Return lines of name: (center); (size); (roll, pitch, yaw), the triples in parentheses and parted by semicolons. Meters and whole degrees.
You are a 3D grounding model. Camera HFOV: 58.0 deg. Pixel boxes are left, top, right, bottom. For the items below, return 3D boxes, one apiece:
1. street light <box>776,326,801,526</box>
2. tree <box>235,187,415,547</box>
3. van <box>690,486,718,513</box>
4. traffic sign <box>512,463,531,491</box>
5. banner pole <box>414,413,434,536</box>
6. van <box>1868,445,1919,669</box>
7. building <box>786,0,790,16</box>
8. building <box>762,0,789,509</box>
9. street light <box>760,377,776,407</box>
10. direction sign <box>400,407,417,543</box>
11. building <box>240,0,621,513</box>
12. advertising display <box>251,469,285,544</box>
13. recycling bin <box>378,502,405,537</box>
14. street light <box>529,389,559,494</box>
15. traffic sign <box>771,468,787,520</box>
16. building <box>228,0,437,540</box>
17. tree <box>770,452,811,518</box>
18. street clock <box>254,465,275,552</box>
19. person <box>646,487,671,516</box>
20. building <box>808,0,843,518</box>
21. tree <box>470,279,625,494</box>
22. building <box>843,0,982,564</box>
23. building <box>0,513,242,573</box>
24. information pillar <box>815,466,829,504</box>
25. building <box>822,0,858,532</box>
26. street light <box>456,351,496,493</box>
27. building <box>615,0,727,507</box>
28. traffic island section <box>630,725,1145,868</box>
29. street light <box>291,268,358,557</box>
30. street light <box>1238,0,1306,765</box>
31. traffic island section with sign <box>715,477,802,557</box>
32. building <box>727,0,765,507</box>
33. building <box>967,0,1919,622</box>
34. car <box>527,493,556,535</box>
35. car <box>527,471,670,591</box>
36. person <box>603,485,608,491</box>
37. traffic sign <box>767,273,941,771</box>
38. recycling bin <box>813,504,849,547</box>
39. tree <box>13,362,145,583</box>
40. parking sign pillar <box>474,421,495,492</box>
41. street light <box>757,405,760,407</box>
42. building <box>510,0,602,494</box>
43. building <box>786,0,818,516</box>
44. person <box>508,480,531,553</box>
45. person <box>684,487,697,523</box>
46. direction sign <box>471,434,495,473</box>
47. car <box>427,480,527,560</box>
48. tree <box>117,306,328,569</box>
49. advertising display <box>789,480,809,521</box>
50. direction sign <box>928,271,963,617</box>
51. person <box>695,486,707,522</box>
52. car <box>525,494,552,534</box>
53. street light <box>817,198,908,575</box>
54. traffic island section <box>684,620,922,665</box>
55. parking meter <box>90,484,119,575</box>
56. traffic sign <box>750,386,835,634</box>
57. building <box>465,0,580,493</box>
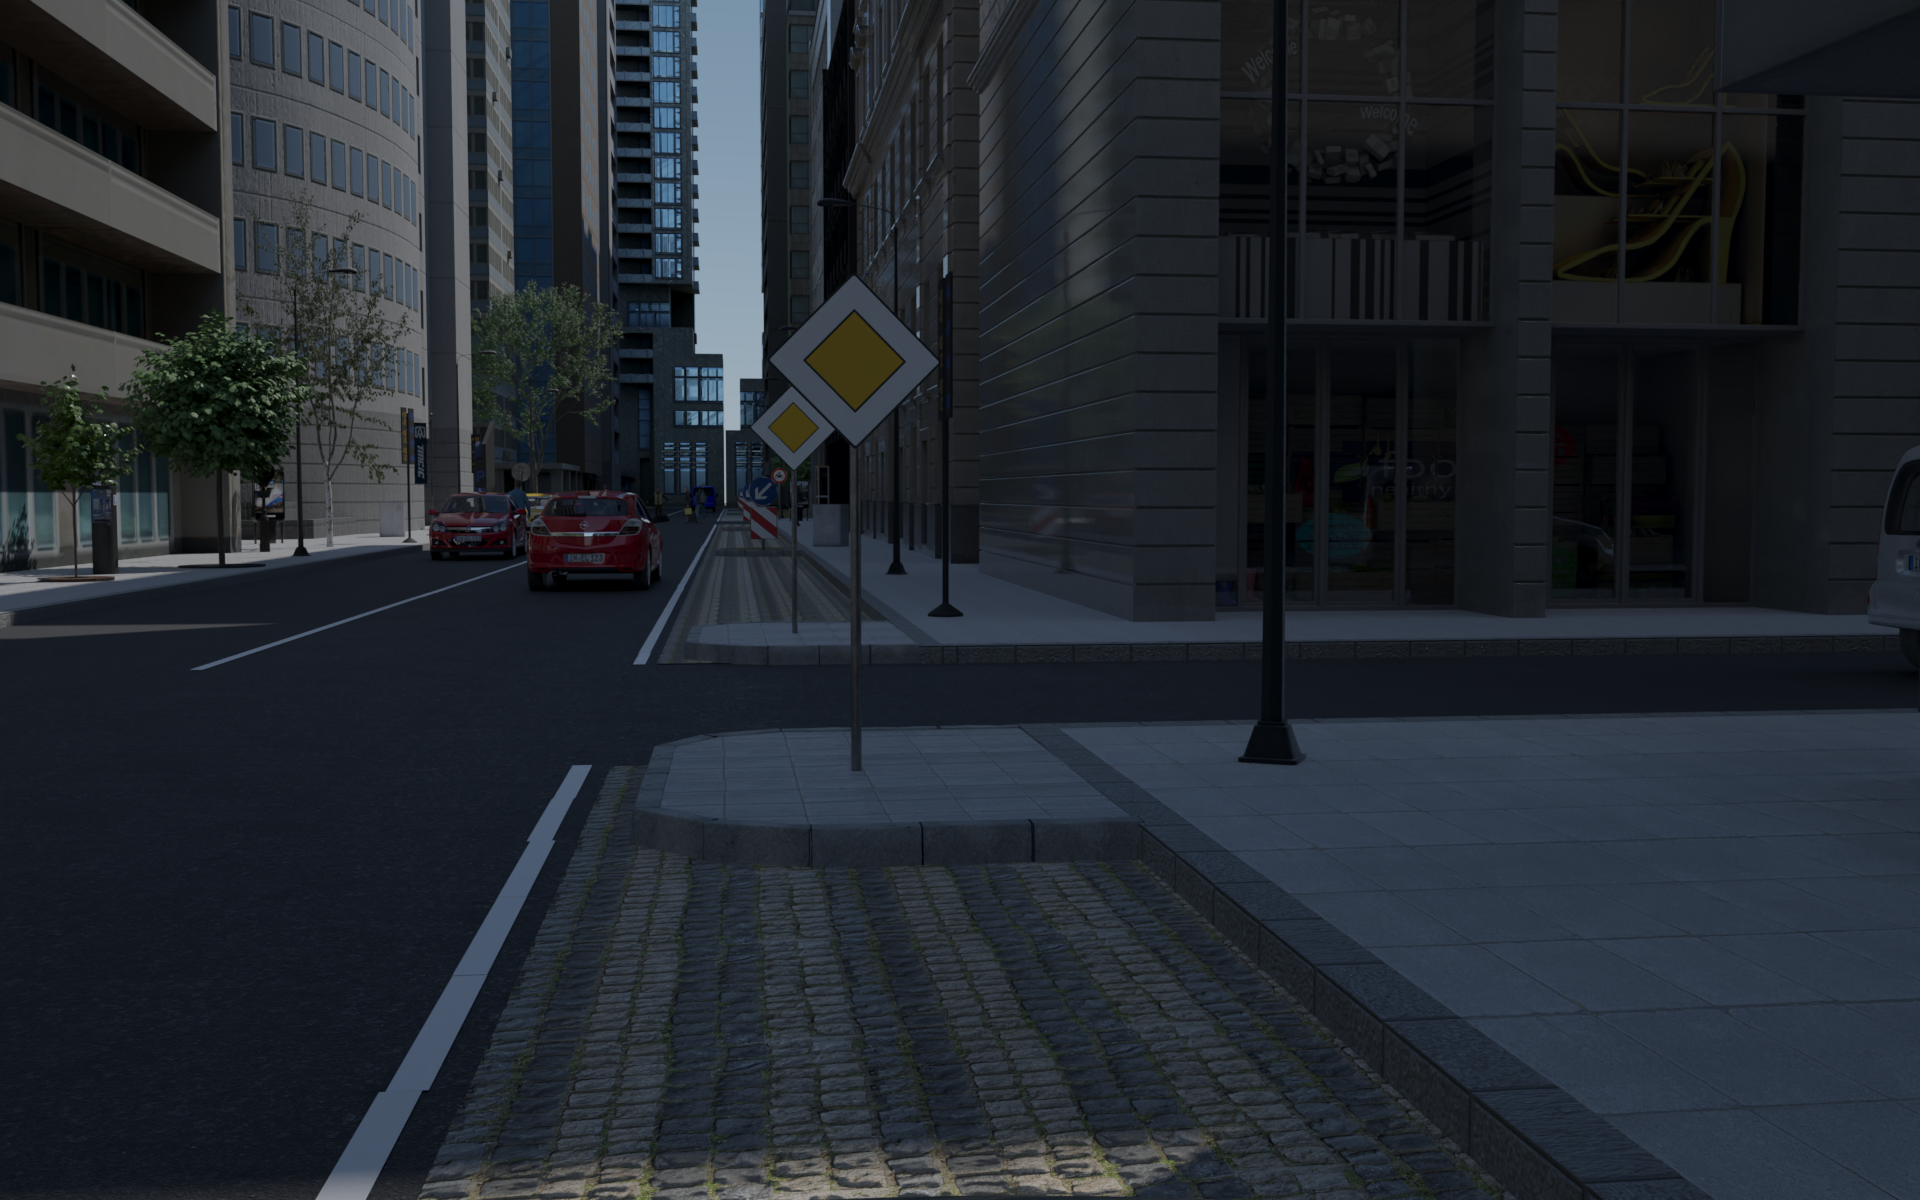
street light: (-4.277, -4.621, 48.094); (1.470, 5.913, 1.316); (0, 4, -7)
tree: (-15.233, -5.584, 41.668); (4.360, 8.622, 3.978); (0, 3, 0)
van: (-20.144, -8.055, 136.085); (2.240, 2.365, 5.245); (0, 4, -8)
traffic sign: (-17.759, -4.282, 70.112); (0.768, 2.556, 0.104); (0, 4, -4)
banner pole: (-16.508, -3.882, 53.485); (0.401, 3.779, 0.863); (3, 4, 38)
van: (9.316, -0.388, 13.362); (4.112, 2.044, 2.013); (0, 4, -7)
building: (-1.451, -31.151, 128.933); (23.786, 49.044, 30.456); (0, 4, -7)
building: (-6.756, -32.510, 155.237); (21.300, 48.544, 21.600); (0, 4, -7)
street light: (-7.090, -5.906, 69.103); (1.470, 5.913, 1.316); (0, 4, -7)
direction sign: (-14.508, -3.276, 45.554); (0.379, 3.537, 0.876); (0, 4, 3)
building: (-44.245, -37.196, 150.148); (28.212, 58.520, 21.231); (0, 4, -7)
advertising display: (-17.874, -2.418, 44.747); (0.123, 1.923, 0.974); (2, 4, 27)
recycling bin: (-17.101, -2.420, 52.114); (0.722, 1.027, 0.722); (-1, 4, -21)
street light: (-18.452, -6.372, 76.731); (1.470, 5.913, 1.316); (0, 4, -7)
traffic sign: (-8.790, -5.147, 84.265); (0.768, 2.556, 0.104); (0, 4, -5)
building: (-29.456, -31.522, 57.378); (21.231, 58.520, 28.212); (0, 4, -7)
tree: (-8.826, -6.756, 94.181); (4.285, 4.588, 4.351); (0, 3, 0)
street clock: (-15.393, -2.063, 38.293); (0.471, 2.002, 0.358); (-2, 4, -34)
person: (-16.786, -5.370, 96.401); (1.348, 1.812, 0.705); (-1, 4, -11)
building: (-0.628, -16.133, 81.800); (12.078, 24.808, 19.932); (0, 4, -7)
tree: (-20.229, -9.605, 82.803); (9.928, 11.665, 9.643); (0, 3, 0)
building: (3.846, -15.073, 43.700); (12.463, 27.353, 25.104); (0, 4, -7)
building: (-25.111, -24.552, 25.125); (21.300, 48.544, 21.600); (0, 4, -7)
information pillar: (-3.602, -2.498, 45.335); (0.304, 2.012, 0.304); (-1, 4, -17)
building: (1.505, -14.339, 64.120); (12.332, 23.373, 15.834); (0, 4, -7)
street light: (-15.713, -5.115, 56.179); (1.470, 5.913, 1.316); (0, 4, -7)
building: (-40.643, -53.124, 181.244); (31.000, 86.520, 22.319); (0, 4, -7)
traffic island section: (-0.461, 0.870, 8.052); (2.009, 0.180, 2.903); (0, 4, -7)
street light: (-13.061, -3.858, 35.625); (1.470, 5.913, 1.316); (0, 4, -7)
street light: (0.970, -2.176, 8.113); (1.470, 5.913, 1.316); (0, 4, -7)
traffic island section with sign: (-4.702, -1.941, 40.360); (1.989, 1.847, 2.006); (0, 4, -7)
building: (-9.630, -53.337, 184.727); (31.000, 86.520, 22.319); (0, 4, -7)
building: (15.633, -15.058, 23.686); (29.804, 29.767, 11.434); (0, 4, -7)
car: (-14.572, -3.246, 62.120); (2.155, 1.783, 4.494); (0, 4, -7)
car: (-5.689, -1.115, 27.277); (2.155, 1.783, 4.494); (0, 4, -6)
person: (-15.157, -4.057, 74.739); (0.836, 1.842, 0.656); (-1, 4, -10)
traffic sign: (-0.484, -0.265, 7.972); (0.795, 2.450, 0.064); (0, 4, -7)
recycling bin: (-3.171, -1.835, 42.553); (0.722, 1.027, 0.722); (1, 4, 15)
tree: (-13.005, -1.883, 25.397); (1.663, 3.219, 1.824); (0, 3, 0)
parking sign pillar: (-17.419, -4.589, 63.505); (1.447, 3.967, 1.447); (0, 4, -1)
street light: (-9.823, -7.189, 90.087); (1.470, 5.913, 1.316); (0, 4, -7)
building: (-35.157, -29.503, 132.492); (14.600, 45.320, 14.200); (0, 4, -7)
building: (-3.557, -20.442, 105.933); (14.160, 30.474, 14.107); (0, 4, -7)
person: (-10.720, -2.027, 41.981); (0.601, 1.785, 0.444); (0, 4, -6)
person: (-13.512, -4.771, 86.719); (0.699, 1.804, 1.509); (1, 4, 15)
direction sign: (-18.022, -4.494, 65.480); (0.876, 3.537, 0.379); (0, 4, 1)
car: (-10.853, -1.842, 39.160); (2.155, 1.783, 4.494); (-1, 4, -9)
tree: (-12.930, -2.857, 30.427); (4.285, 4.588, 4.351); (0, 3, 0)
advertising display: (-7.624, -4.691, 81.915); (0.974, 1.923, 0.123); (-2, 4, -24)
direction sign: (-0.152, -1.597, 18.105); (0.379, 3.537, 0.876); (-1, 4, -9)
person: (-13.305, -4.902, 88.627); (0.794, 1.824, 0.713); (1, 4, 17)
car: (-13.952, -2.836, 56.585); (2.015, 1.641, 3.980); (0, 4, -7)
street light: (-1.550, -3.357, 27.436); (1.470, 5.913, 1.316); (0, 4, -7)
traffic island section: (-1.501, 0.386, 15.970); (2.009, 0.180, 2.903); (0, 4, -7)
parking meter: (-13.687, -1.180, 27.706); (0.372, 1.533, 0.369); (0, 3, 0)
traffic sign: (-1.523, -0.749, 15.890); (0.795, 2.450, 0.064); (0, 4, -7)
building: (-38.814, -24.879, 98.651); (32.217, 40.220, 23.993); (0, 4, -7)
